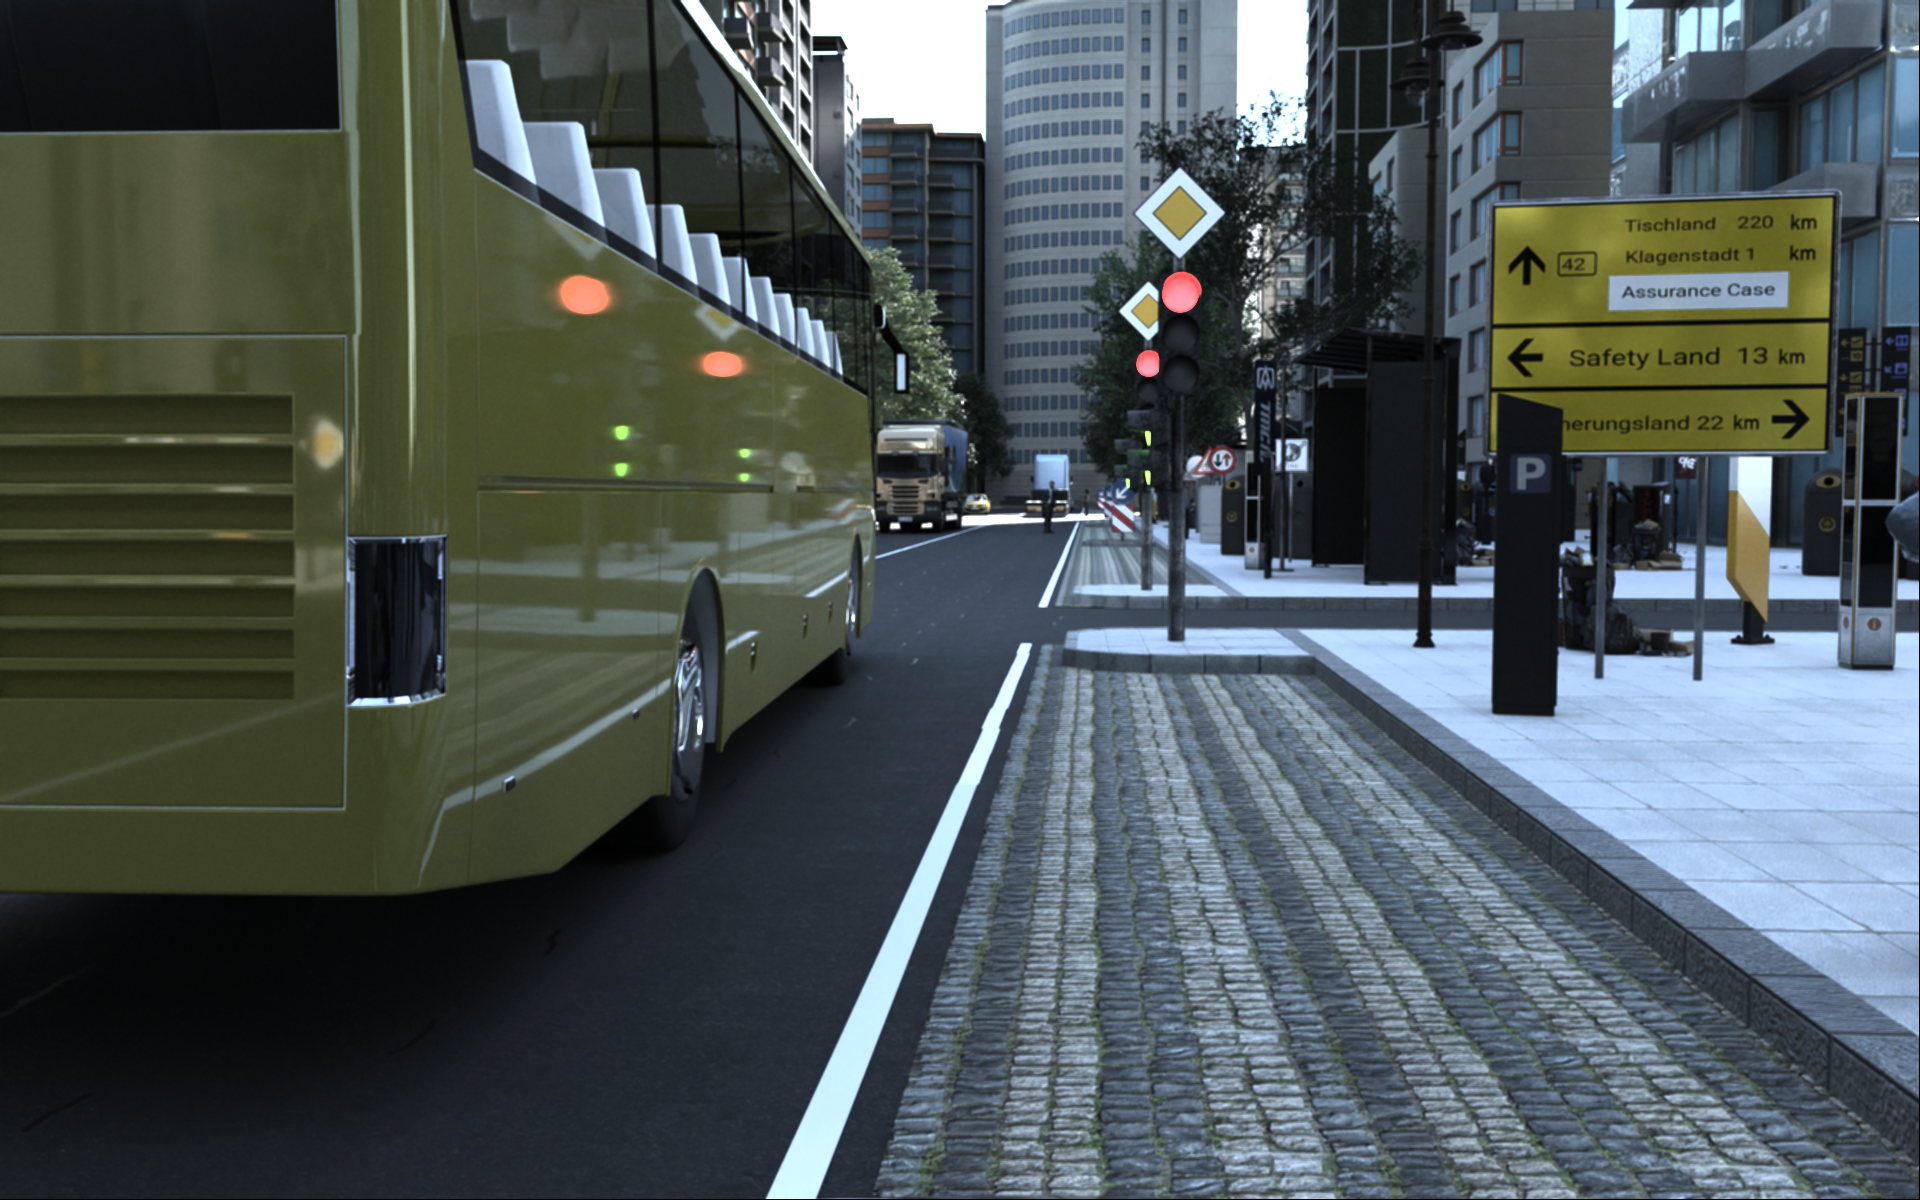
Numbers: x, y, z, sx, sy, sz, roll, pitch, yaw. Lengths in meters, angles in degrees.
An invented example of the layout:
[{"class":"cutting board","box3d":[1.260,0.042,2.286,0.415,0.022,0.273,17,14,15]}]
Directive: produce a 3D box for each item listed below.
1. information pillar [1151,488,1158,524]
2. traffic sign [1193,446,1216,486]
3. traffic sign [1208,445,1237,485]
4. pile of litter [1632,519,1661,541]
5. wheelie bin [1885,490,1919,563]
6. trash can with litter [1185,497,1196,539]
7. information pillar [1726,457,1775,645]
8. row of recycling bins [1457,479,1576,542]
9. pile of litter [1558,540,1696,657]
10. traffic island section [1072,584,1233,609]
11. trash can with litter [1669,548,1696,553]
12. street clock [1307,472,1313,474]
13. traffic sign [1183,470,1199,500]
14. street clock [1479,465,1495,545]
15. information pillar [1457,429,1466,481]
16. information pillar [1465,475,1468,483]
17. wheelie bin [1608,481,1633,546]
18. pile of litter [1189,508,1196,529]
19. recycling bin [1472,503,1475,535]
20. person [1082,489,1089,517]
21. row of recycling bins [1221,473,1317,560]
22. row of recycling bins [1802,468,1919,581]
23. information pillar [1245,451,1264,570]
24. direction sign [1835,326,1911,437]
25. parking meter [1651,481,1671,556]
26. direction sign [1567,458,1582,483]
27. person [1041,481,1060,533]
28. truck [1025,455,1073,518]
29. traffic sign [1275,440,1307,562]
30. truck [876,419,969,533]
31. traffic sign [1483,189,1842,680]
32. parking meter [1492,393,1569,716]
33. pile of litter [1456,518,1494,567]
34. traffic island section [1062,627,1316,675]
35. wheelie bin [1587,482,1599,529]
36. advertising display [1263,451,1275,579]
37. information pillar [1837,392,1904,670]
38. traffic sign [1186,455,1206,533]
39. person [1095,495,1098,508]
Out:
[{"class":"information pillar","box3d":[8.293,-5.071,74.258,0.183,3.616,0.504,-2,4,-24]},{"class":"traffic sign","box3d":[6.742,-2.860,46.773,0.884,2.594,0.081,0,4,7]},{"class":"traffic sign","box3d":[6.894,-2.778,45.532,0.768,2.556,0.104,1,4,12]},{"class":"pile of litter","box3d":[11.721,-0.939,29.322,1.719,0.858,1.176,1,4,21]},{"class":"wheelie bin","box3d":[2.979,0.204,4.573,0.980,1.594,0.693,1,4,22]},{"class":"trash can with litter","box3d":[6.319,-2.316,49.251,0.624,1.170,1.055,1,4,10]},{"class":"information pillar","box3d":[6.738,-1.429,14.719,0.504,3.616,0.183,-2,4,-32]},{"class":"row of recycling bins","box3d":[14.863,-2.446,47.098,3.534,1.692,1.069,1,4,8]},{"class":"pile of litter","box3d":[5.403,-0.029,14.432,1.176,0.858,1.719,0,4,-4]},{"class":"traffic island section","box3d":[2.510,-0.051,23.107,2.009,0.180,2.903,0,4,4]},{"class":"trash can with litter","box3d":[15.446,-1.687,38.640,1.678,1.210,2.233,1,4,17]},{"class":"street clock","box3d":[11.457,-3.167,56.353,0.471,2.002,0.358,1,4,16]},{"class":"traffic sign","box3d":[10.193,-4.723,77.219,0.884,2.594,0.081,0,4,7]},{"class":"street clock","box3d":[13.253,-2.385,43.572,0.358,2.002,0.471,3,5,40]},{"class":"information pillar","box3d":[17.945,-4.339,62.290,0.504,3.616,0.183,3,5,39]},{"class":"information pillar","box3d":[18.998,-3.730,65.484,0.304,2.012,0.304,2,4,35]},{"class":"wheelie bin","box3d":[16.246,-2.123,42.619,0.693,1.594,0.980,2,4,26]},{"class":"pile of litter","box3d":[8.850,-3.092,64.527,1.176,0.858,1.719,0,4,-2]},{"class":"recycling bin","box3d":[14.118,-2.243,49.223,0.722,1.027,0.722,-1,4,-17]},{"class":"person","box3d":[7.919,-6.139,109.586,0.721,1.735,1.217,-1,4,-11]},{"class":"row of recycling bins","box3d":[6.478,-1.732,35.433,1.069,1.692,3.534,-1,4,-21]},{"class":"row of recycling bins","box3d":[14.354,-1.163,26.130,1.069,1.692,3.534,-2,4,-25]},{"class":"information pillar","box3d":[5.052,-1.526,29.435,0.304,2.012,0.304,3,5,44]},{"class":"direction sign","box3d":[12.415,-1.934,23.622,0.876,3.537,0.379,2,4,28]},{"class":"parking meter","box3d":[13.551,-1.538,33.554,0.372,1.533,0.369,0,3,0]},{"class":"direction sign","box3d":[20.526,-4.057,58.322,0.876,3.537,0.379,-1,4,-8]},{"class":"person","box3d":[3.341,-3.422,63.816,0.648,1.900,0.474,-3,4,-36]},{"class":"truck","box3d":[5.812,-7.523,112.758,2.967,4.110,18.799,0,4,4]},{"class":"traffic sign","box3d":[6.196,-1.855,32.455,0.606,2.300,0.079,1,4,11]},{"class":"truck","box3d":[-1.447,-4.784,67.127,2.839,4.237,11.283,0,4,6]},{"class":"traffic sign","box3d":[4.767,-1.102,11.891,2.265,3.308,0.079,1,4,11]},{"class":"parking meter","box3d":[3.323,-0.268,10.090,0.399,1.863,0.255,1,4,16]},{"class":"pile of litter","box3d":[9.334,-1.055,31.222,1.719,0.858,1.176,-3,5,-44]},{"class":"traffic island section","box3d":[1.912,0.436,15.145,2.009,0.180,2.903,0,4,4]},{"class":"wheelie bin","box3d":[16.490,-2.228,44.344,0.980,1.594,0.693,-2,4,-33]},{"class":"advertising display","box3d":[4.743,-1.307,26.584,0.123,1.923,0.974,1,4,13]},{"class":"information pillar","box3d":[6.665,-0.501,12.688,0.304,2.012,0.304,1,4,8]},{"class":"traffic sign","box3d":[7.803,-3.479,56.988,0.768,2.556,0.104,1,4,13]},{"class":"person","box3d":[13.282,-9.580,165.851,1.217,1.743,0.721,1,4,22]}]
